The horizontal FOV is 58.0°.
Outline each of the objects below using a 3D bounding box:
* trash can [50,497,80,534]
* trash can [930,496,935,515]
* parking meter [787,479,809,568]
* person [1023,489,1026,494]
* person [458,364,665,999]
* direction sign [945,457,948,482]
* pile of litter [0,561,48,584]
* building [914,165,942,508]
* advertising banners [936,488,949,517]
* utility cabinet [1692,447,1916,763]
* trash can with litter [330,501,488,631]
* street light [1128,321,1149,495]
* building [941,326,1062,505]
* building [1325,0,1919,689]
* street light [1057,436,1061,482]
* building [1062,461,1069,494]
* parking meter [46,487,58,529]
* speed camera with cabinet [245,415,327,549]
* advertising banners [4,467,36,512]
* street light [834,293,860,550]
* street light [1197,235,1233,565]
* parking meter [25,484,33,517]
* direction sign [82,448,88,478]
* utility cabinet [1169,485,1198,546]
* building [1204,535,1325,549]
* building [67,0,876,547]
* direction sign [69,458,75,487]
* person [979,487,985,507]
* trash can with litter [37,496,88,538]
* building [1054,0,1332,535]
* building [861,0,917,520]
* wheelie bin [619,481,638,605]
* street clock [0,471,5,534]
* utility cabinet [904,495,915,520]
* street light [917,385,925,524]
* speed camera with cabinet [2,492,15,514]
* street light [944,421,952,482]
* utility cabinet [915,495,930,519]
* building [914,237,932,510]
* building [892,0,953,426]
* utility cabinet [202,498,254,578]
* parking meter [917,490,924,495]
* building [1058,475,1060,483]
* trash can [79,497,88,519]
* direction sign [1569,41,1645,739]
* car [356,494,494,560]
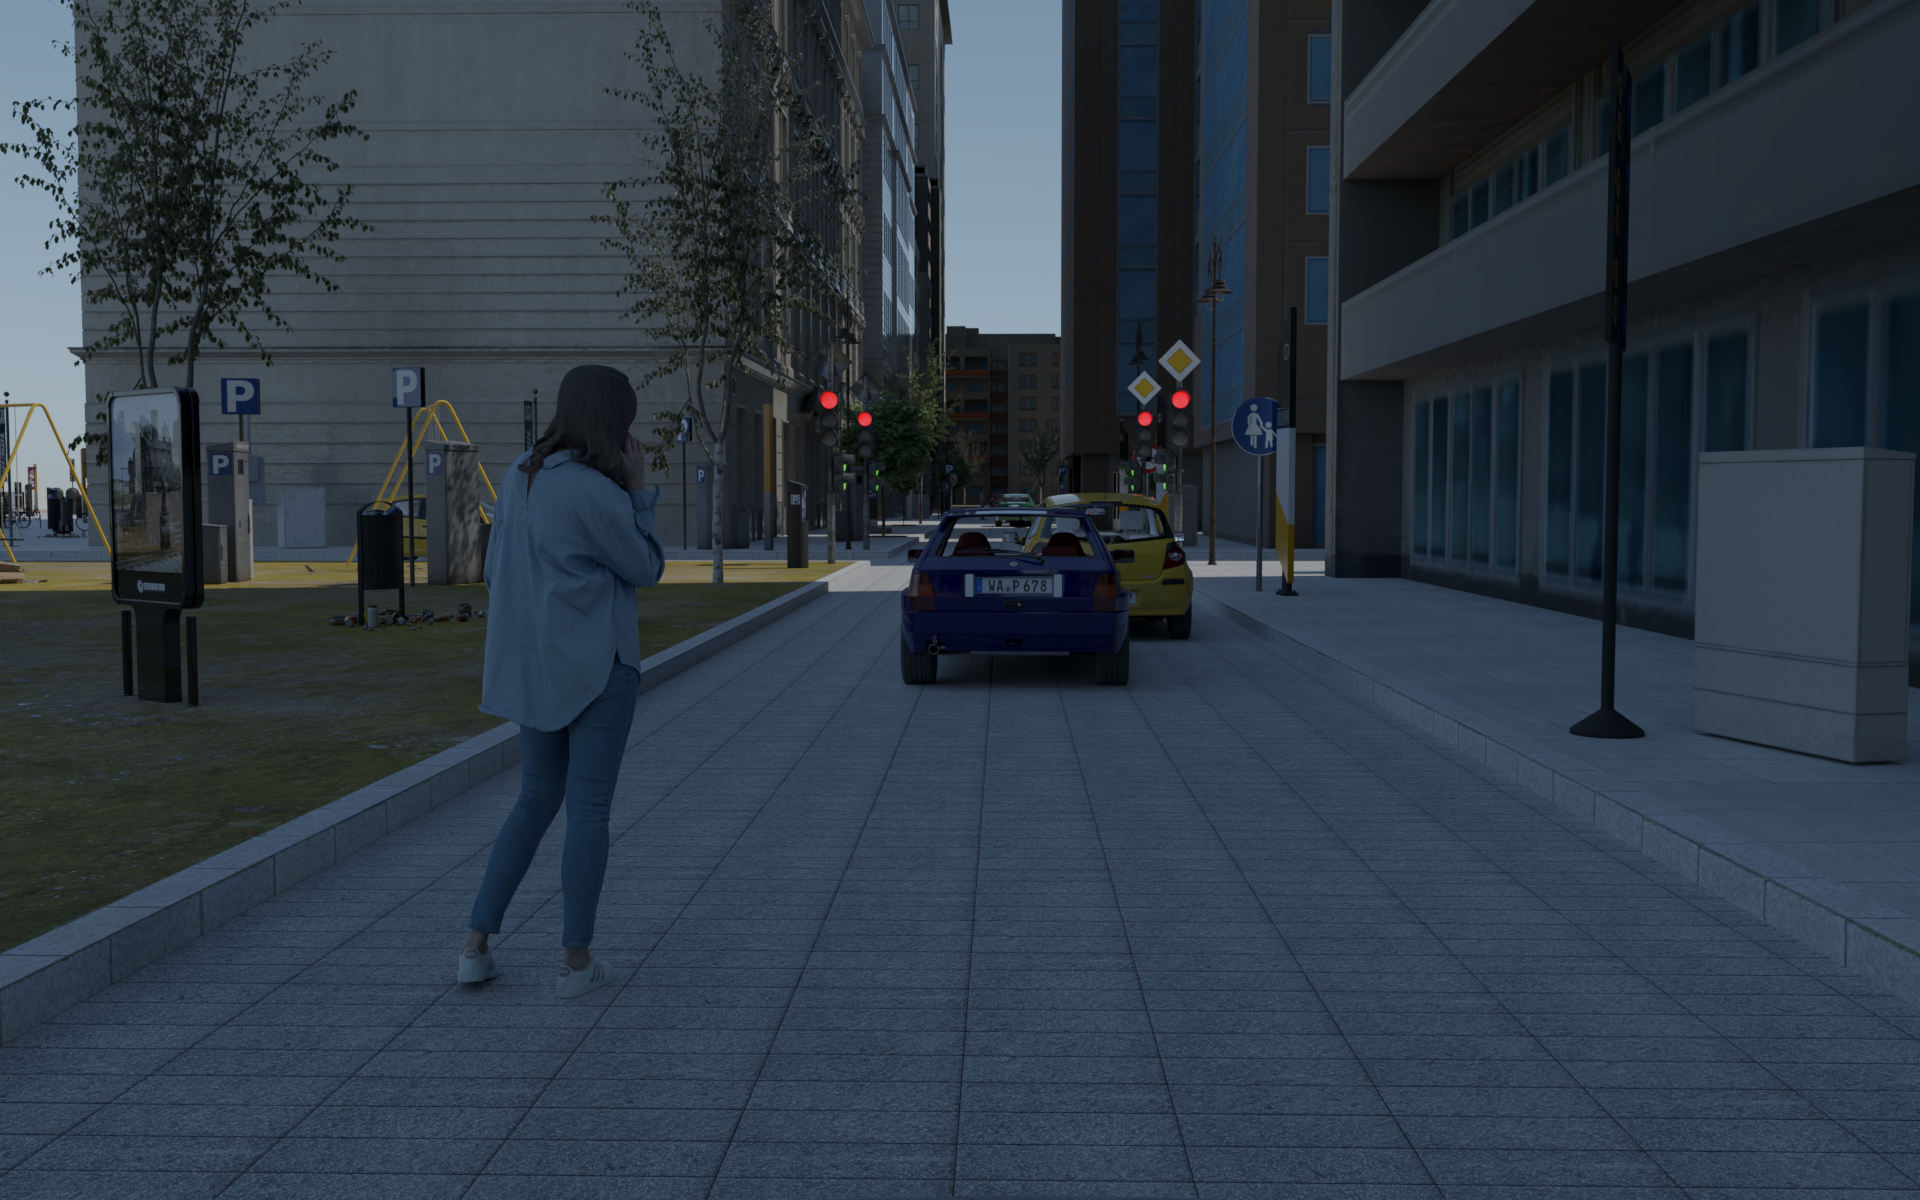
[{"bbox_3d":[-28.928,-2.702,55.828,0.748,1.137,0.748,0,3,0],"label":"trash can"},{"bbox_3d":[-1.954,-5.869,107.609,0.748,1.137,0.748,0,3,0],"label":"trash can"},{"bbox_3d":[-2.814,-1.322,30.024,0.372,1.533,0.369,0,3,0],"label":"parking meter"},{"bbox_3d":[4.968,-7.723,134.710,0.705,1.831,1.348,0,4,-7],"label":"person"},{"bbox_3d":[-1.161,0.232,4.967,0.793,1.790,0.793,0,4,5],"label":"person"},{"bbox_3d":[-0.834,-6.934,105.372,0.379,3.537,0.876,-1,4,-9],"label":"direction sign"},{"bbox_3d":[-13.927,-0.658,24.718,1.719,0.858,1.176,-2,4,-35],"label":"pile of litter"},{"bbox_3d":[-8.885,-23.260,152.004,14.160,30.474,14.107,0,4,2],"label":"building"},{"bbox_3d":[-1.012,-6.294,99.095,0.090,3.025,2.074,1,4,21],"label":"advertising banners"},{"bbox_3d":[4.212,-0.001,8.698,0.318,1.500,1.173,-1,4,-14],"label":"utility cabinet"},{"bbox_3d":[-5.427,-0.387,17.387,1.678,1.210,2.233,2,4,31],"label":"trash can with litter"},{"bbox_3d":[4.765,-4.499,46.350,0.468,5.910,1.993,0,4,2],"label":"street light"},{"bbox_3d":[0.491,-22.552,213.758,28.899,21.520,27.650,0,4,2],"label":"building"},{"bbox_3d":[16.110,-23.935,15.040,21.300,48.544,21.600,0,4,2],"label":"building"},{"bbox_3d":[6.585,-8.614,113.628,0.468,5.910,1.993,0,4,2],"label":"street light"},{"bbox_3d":[17.530,-47.975,97.059,22.319,86.520,31.000,0,4,2],"label":"building"},{"bbox_3d":[-33.301,-3.374,63.572,0.372,1.533,0.369,0,3,0],"label":"parking meter"},{"bbox_3d":[-15.944,-2.822,40.477,2.038,3.252,0.660,-3,4,-37],"label":"speed camera with cabinet"},{"bbox_3d":[-59.832,-6.972,110.184,0.090,3.025,2.074,3,5,44],"label":"advertising banners"},{"bbox_3d":[-2.581,-4.107,39.939,0.468,5.910,1.993,0,4,2],"label":"street light"},{"bbox_3d":[4.564,-3.571,31.170,0.468,5.910,1.993,0,4,2],"label":"street light"},{"bbox_3d":[-52.402,-5.611,97.456,0.399,1.863,0.255,3,4,37],"label":"parking meter"},{"bbox_3d":[-42.604,-5.693,85.075,0.876,3.537,0.379,-1,4,-14],"label":"direction sign"},{"bbox_3d":[5.330,-2.051,42.213,0.318,1.500,1.173,3,5,44],"label":"utility cabinet"},{"bbox_3d":[14.092,-24.183,45.506,14.200,45.320,14.600,0,4,2],"label":"building"},{"bbox_3d":[-13.007,-17.523,62.917,17.030,29.872,44.131,0,4,2],"label":"building"},{"bbox_3d":[-56.539,-7.239,110.356,0.379,3.537,0.876,-1,4,-9],"label":"direction sign"},{"bbox_3d":[1.229,-5.321,95.510,0.388,1.821,0.555,0,4,6],"label":"person"},{"bbox_3d":[-26.573,-2.470,51.437,2.233,1.210,1.678,3,5,44],"label":"trash can with litter"},{"bbox_3d":[10.984,-25.396,65.329,14.600,45.320,14.200,0,4,2],"label":"building"},{"bbox_3d":[-8.784,-19.708,99.721,11.434,29.767,29.804,0,4,2],"label":"building"},{"bbox_3d":[-3.500,-0.567,17.182,0.693,1.594,0.980,0,4,4],"label":"wheelie bin"},{"bbox_3d":[-30.662,-3.100,55.258,0.471,2.002,0.358,3,4,38],"label":"street clock"},{"bbox_3d":[-2.606,-4.595,86.295,0.306,1.237,1.020,-1,4,-12],"label":"utility cabinet"},{"bbox_3d":[-1.686,-6.182,73.865,0.468,5.910,1.993,0,4,2],"label":"street light"},{"bbox_3d":[-62.174,-7.214,112.286,2.038,3.252,0.660,-2,4,-29],"label":"speed camera with cabinet"},{"bbox_3d":[-0.772,-8.241,107.536,0.468,5.910,1.993,0,4,2],"label":"street light"},{"bbox_3d":[-2.100,-4.849,90.443,1.020,1.237,0.306,2,4,26],"label":"utility cabinet"},{"bbox_3d":[-16.530,-17.439,130.170,27.650,21.520,28.899,0,4,2],"label":"building"},{"bbox_3d":[-14.894,-35.776,174.180,27.495,52.752,28.713,0,4,2],"label":"building"},{"bbox_3d":[-11.375,-0.937,26.478,1.020,1.237,0.306,0,4,-4],"label":"utility cabinet"},{"bbox_3d":[-2.194,-5.360,96.042,0.372,1.533,0.369,0,3,0],"label":"parking meter"},{"bbox_3d":[20.716,-45.172,176.817,20.563,71.187,20.611,0,4,2],"label":"building"},{"bbox_3d":[-46.179,-4.860,91.115,0.748,1.137,0.748,0,3,0],"label":"trash can"},{"bbox_3d":[3.455,-1.049,9.145,0.379,3.537,0.876,2,4,25],"label":"direction sign"},{"bbox_3d":[-10.365,-1.565,35.814,3.980,1.641,2.015,0,4,3],"label":"car"}]
